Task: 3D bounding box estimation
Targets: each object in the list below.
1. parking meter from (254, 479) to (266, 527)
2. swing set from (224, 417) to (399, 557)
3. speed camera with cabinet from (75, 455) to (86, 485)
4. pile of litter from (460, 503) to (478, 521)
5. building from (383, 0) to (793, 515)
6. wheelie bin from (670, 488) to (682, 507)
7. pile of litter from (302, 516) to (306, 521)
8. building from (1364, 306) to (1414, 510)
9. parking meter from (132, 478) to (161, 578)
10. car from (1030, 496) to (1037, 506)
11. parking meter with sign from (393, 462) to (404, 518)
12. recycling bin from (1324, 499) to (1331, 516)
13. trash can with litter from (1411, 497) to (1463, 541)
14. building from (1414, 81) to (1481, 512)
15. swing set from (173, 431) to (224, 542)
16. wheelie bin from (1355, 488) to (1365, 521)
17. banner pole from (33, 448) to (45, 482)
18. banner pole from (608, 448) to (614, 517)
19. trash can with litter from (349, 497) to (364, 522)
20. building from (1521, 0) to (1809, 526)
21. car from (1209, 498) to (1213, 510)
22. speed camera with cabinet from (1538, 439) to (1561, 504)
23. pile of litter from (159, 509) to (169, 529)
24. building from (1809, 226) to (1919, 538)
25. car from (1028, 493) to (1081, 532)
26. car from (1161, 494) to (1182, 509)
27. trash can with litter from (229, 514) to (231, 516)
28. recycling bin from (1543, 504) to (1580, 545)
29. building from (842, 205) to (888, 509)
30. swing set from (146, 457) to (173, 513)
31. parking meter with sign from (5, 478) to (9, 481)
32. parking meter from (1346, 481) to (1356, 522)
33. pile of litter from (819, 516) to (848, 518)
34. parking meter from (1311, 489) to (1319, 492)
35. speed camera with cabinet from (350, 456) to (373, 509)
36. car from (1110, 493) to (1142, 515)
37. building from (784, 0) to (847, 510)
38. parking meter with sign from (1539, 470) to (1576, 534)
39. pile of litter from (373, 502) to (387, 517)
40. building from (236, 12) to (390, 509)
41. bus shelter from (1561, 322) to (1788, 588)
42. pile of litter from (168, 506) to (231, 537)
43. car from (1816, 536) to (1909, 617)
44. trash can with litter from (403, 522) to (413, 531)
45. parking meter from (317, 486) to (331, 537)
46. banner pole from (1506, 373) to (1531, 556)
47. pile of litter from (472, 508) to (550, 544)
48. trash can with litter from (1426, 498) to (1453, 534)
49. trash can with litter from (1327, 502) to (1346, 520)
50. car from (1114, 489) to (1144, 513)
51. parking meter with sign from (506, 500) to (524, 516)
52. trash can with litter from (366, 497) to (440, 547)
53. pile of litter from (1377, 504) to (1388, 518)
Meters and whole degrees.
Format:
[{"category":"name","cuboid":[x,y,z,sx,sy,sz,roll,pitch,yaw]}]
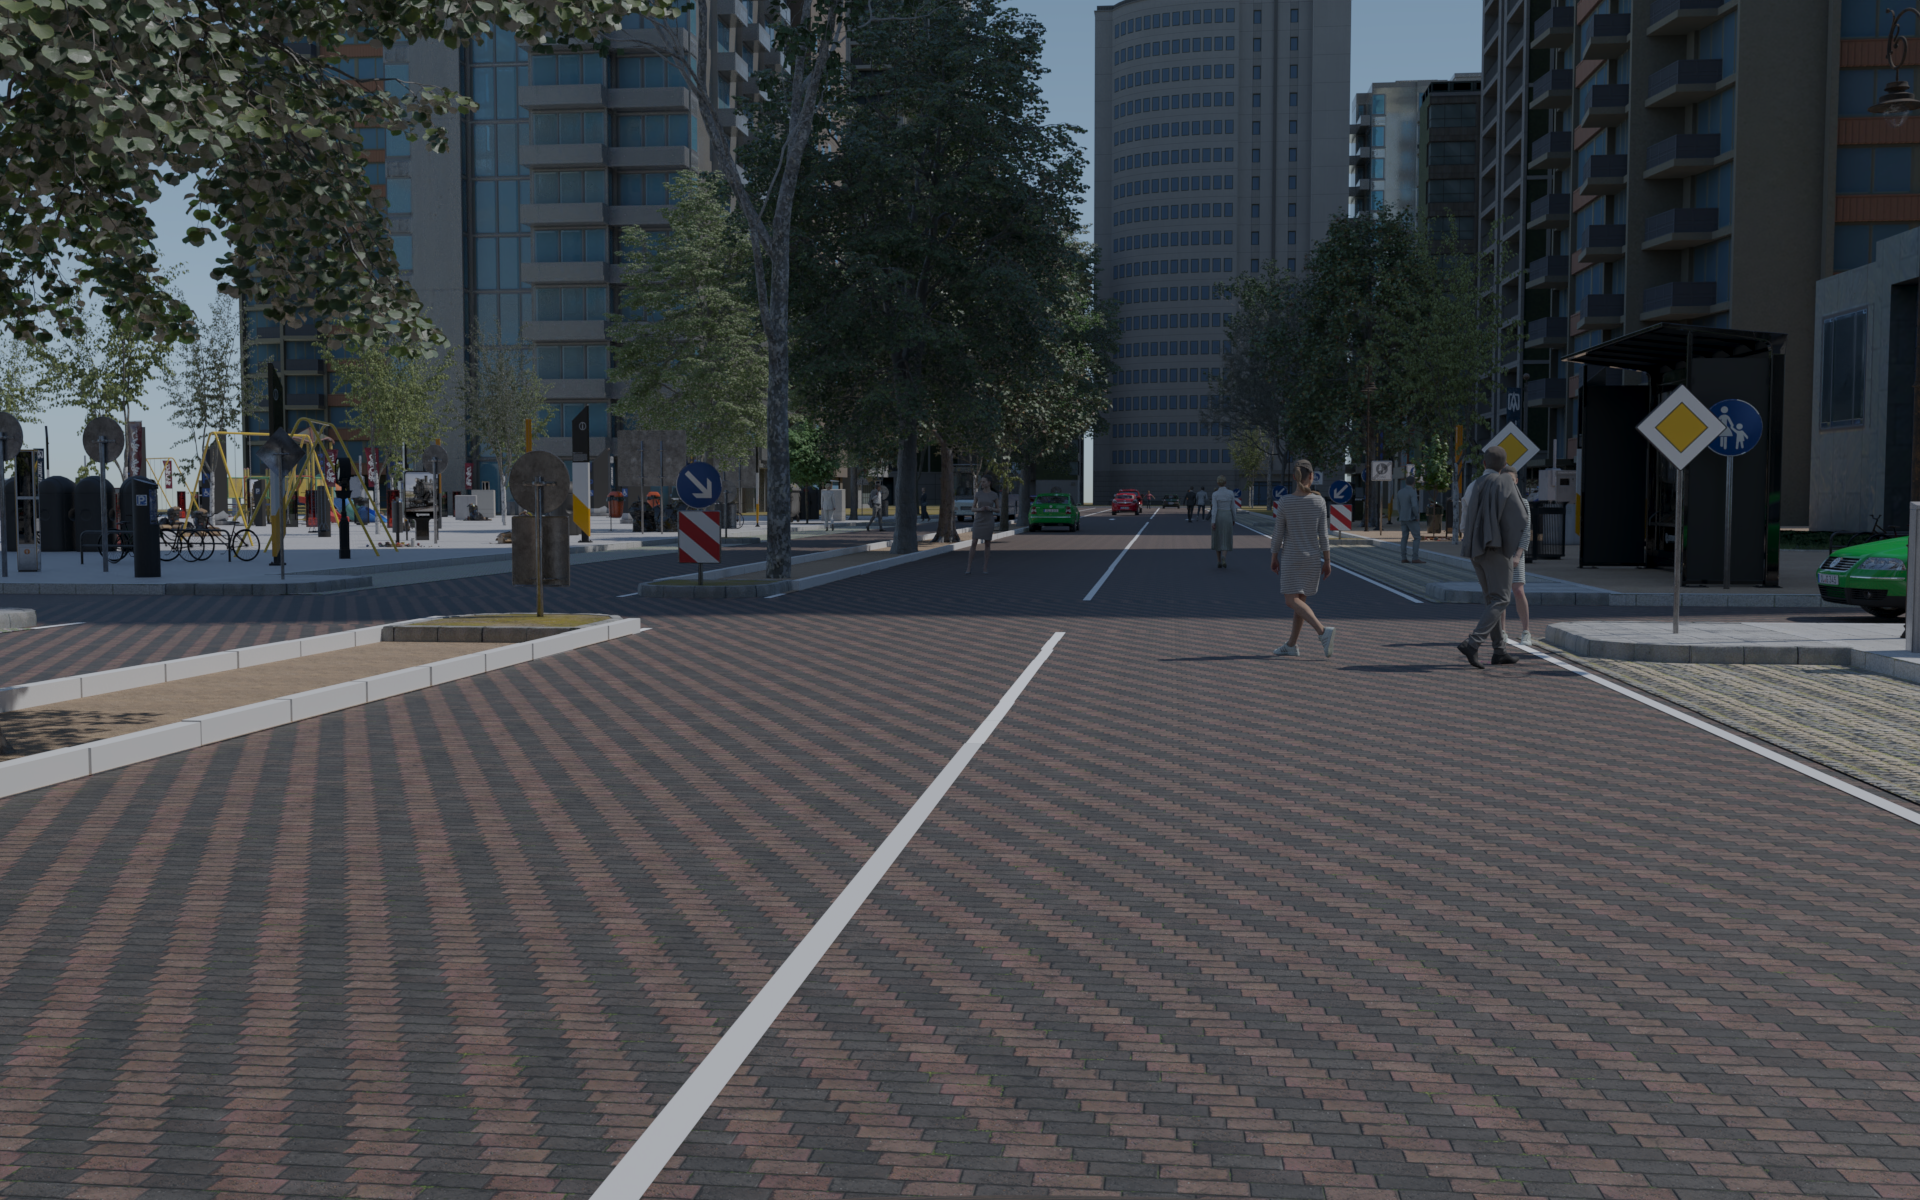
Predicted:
[{"category":"parking meter","cuboid":[-27.722,-3.845,68.574,0.399,1.863,0.255,1,4,17]},{"category":"swing set","cuboid":[-13.600,-2.387,36.642,2.862,2.851,3.119,-1,4,-10]},{"category":"speed camera with cabinet","cuboid":[-45.404,-5.753,88.395,2.038,3.252,0.660,0,4,-4]},{"category":"pile of litter","cuboid":[-23.204,-4.225,83.051,1.719,0.858,1.176,3,4,39]},{"category":"building","cuboid":[-24.188,-30.505,118.366,23.786,49.044,30.456,0,4,7]},{"category":"wheelie bin","cuboid":[-14.839,-5.106,91.389,0.980,1.594,0.693,1,4,12]},{"category":"pile of litter","cuboid":[-30.625,-4.157,81.929,1.176,0.858,1.719,1,4,11]},{"category":"building","cuboid":[49.709,-18.386,145.652,27.650,21.520,28.899,0,4,7]},{"category":"parking meter","cuboid":[-12.543,-1.119,26.701,0.372,1.533,0.369,0,3,0]},{"category":"car","cuboid":[5.221,-6.441,117.897,1.945,1.354,3.894,1,4,8]},{"category":"parking meter with sign","cuboid":[-30.253,-5.981,94.054,0.543,3.016,1.738,-2,4,-31]},{"category":"recycling bin","cuboid":[20.275,-5.138,96.556,0.722,1.027,0.722,0,4,1]},{"category":"trash can with litter","cuboid":[13.281,-2.254,47.904,2.233,1.210,1.678,-2,4,-24]},{"category":"building","cuboid":[39.638,-21.557,124.162,14.160,30.474,14.107,0,4,7]},{"category":"swing set","cuboid":[-17.862,-2.872,44.582,2.862,2.851,3.119,2,4,30]},{"category":"wheelie bin","cuboid":[19.088,-4.622,83.486,0.980,1.594,0.693,0,4,5]},{"category":"banner pole","cuboid":[-44.056,-5.703,83.254,0.863,3.779,0.401,-1,4,-22]},{"category":"banner pole","cuboid":[-19.215,-6.441,95.331,0.401,3.779,0.863,1,4,13]},{"category":"trash can with litter","cuboid":[-27.800,-4.156,79.343,1.055,1.170,0.624,2,4,28]},{"category":"building","cuboid":[39.114,-26.053,80.585,22.147,44.769,28.867,0,4,7]},{"category":"car","cuboid":[23.327,-8.905,155.380,2.009,1.686,4.222,1,4,8]},{"category":"speed camera with cabinet","cuboid":[22.096,-4.205,63.093,2.038,3.252,0.660,-1,4,-19]},{"category":"pile of litter","cuboid":[-28.625,-2.996,62.954,1.719,0.858,1.176,0,4,8]},{"category":"building","cuboid":[38.529,-44.380,38.292,31.000,86.520,22.319,0,4,7]},{"category":"car","cuboid":[3.663,-3.544,66.744,1.959,1.807,4.718,0,4,7]},{"category":"car","cuboid":[20.774,-9.818,170.308,2.009,1.686,4.222,0,4,7]},{"category":"trash can with litter","cuboid":[-40.926,-5.141,95.110,2.233,1.210,1.678,0,4,6]},{"category":"recycling bin","cuboid":[15.201,-1.901,43.638,0.722,1.027,0.722,-2,4,-27]},{"category":"building","cuboid":[-14.145,-23.772,160.376,14.107,30.474,14.160,0,4,7]},{"category":"swing set","cuboid":[-34.462,-4.706,74.567,3.119,2.851,2.862,3,5,43]},{"category":"parking meter with sign","cuboid":[-46.490,-5.379,84.211,1.738,3.016,0.543,0,4,-7]},{"category":"parking meter","cuboid":[17.939,-4.515,79.531,0.255,1.863,0.399,-3,5,-40]},{"category":"pile of litter","cuboid":[-6.899,-4.843,93.146,1.719,0.858,1.176,2,4,24]},{"category":"parking meter","cuboid":[17.529,-4.715,85.502,0.372,1.533,0.369,0,3,0]},{"category":"speed camera with cabinet","cuboid":[-31.067,-5.844,89.884,0.660,3.252,2.038,0,4,-1]},{"category":"car","cuboid":[11.263,-6.646,117.698,2.155,1.783,4.494,0,4,7]},{"category":"building","cuboid":[-17.301,-29.968,140.095,14.600,45.320,14.200,0,4,7]},{"category":"parking meter with sign","cuboid":[19.622,-3.658,56.070,1.738,3.016,0.543,1,4,15]},{"category":"pile of litter","cuboid":[-33.050,-5.127,97.784,1.719,0.858,1.176,-1,4,-18]},{"category":"building","cuboid":[-50.193,-30.904,159.902,28.867,44.769,22.147,0,4,7]},{"category":"bus shelter","cuboid":[10.821,-2.168,26.731,1.731,3.624,6.357,0,4,7]},{"category":"pile of litter","cuboid":[-22.931,-2.357,52.506,1.719,0.858,1.176,-1,4,-21]},{"category":"car","cuboid":[12.112,-0.642,19.293,4.718,1.807,1.959,0,4,5]},{"category":"trash can with litter","cuboid":[-19.115,-3.016,60.694,1.055,1.170,0.624,-1,4,-20]},{"category":"parking meter","cuboid":[-18.941,-2.640,51.576,0.372,1.533,0.369,0,3,0]},{"category":"banner pole","cuboid":[11.562,-2.807,35.912,0.863,3.779,0.401,-2,4,-34]},{"category":"pile of litter","cuboid":[-11.553,-1.904,45.095,1.176,0.858,1.719,3,5,43]},{"category":"trash can with litter","cuboid":[15.633,-2.737,56.133,1.055,1.170,0.624,1,4,18]},{"category":"trash can with litter","cuboid":[19.133,-4.584,86.006,1.678,1.210,2.233,-1,4,-18]},{"category":"car","cuboid":[12.899,-7.566,132.374,2.281,1.827,5.304,0,4,5]},{"category":"parking meter with sign","cuboid":[-26.194,-6.540,103.185,0.543,3.016,1.738,3,4,38]},{"category":"trash can with litter","cuboid":[-13.699,-1.921,42.461,1.678,1.210,2.233,-1,4,-21]},{"category":"pile of litter","cuboid":[22.399,-4.800,92.449,1.176,0.858,1.719,2,4,29]}]
